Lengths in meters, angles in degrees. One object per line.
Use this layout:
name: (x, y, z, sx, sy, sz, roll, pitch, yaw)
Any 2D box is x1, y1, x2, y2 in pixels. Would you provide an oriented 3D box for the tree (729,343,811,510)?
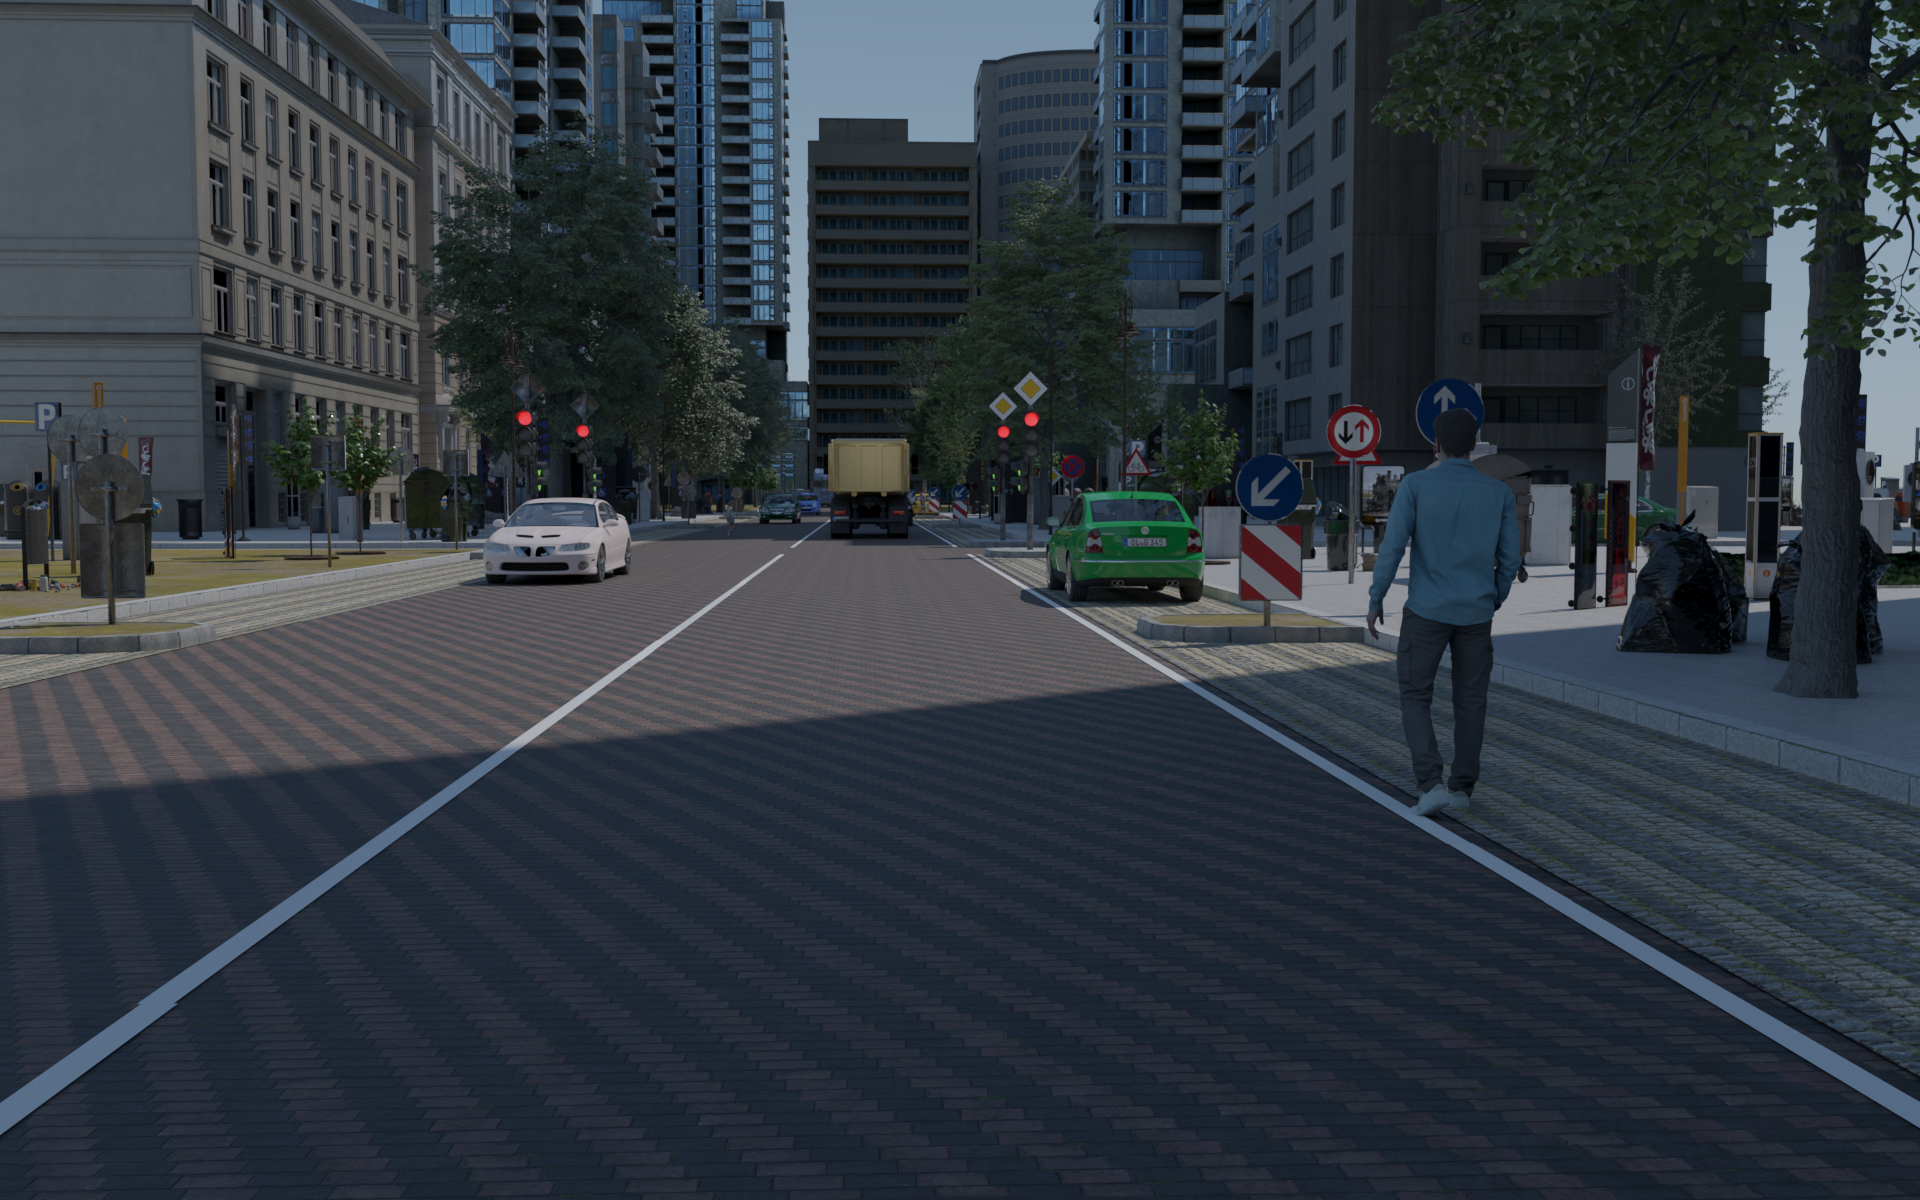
tree: (-17.580, -13.953, 138.507, 12.009, 13.543, 11.850, 0, 3, 0)

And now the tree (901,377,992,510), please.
tree: (-0.827, -12.497, 138.734, 7.601, 10.594, 8.767, 1, 4, 19)

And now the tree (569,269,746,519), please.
tree: (-15.778, -10.501, 88.703, 9.611, 12.733, 9.660, 0, 3, 0)

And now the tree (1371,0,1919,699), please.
tree: (5.817, -5.678, 10.969, 7.486, 12.596, 7.792, 0, 3, 0)

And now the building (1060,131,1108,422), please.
building: (23.716, -29.677, 177.108, 32.217, 40.220, 23.993, 0, 4, -3)

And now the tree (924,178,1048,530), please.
tree: (3.400, -8.824, 62.399, 7.486, 12.596, 7.792, 0, 3, 0)

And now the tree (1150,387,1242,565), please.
tree: (4.305, -2.266, 31.655, 1.663, 3.219, 1.824, 0, 3, 0)

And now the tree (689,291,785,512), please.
tree: (-16.487, -12.156, 105.413, 9.857, 13.997, 8.962, 0, 3, 0)

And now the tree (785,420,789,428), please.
tree: (-16.940, -13.158, 121.781, 9.857, 13.997, 8.962, 0, 3, 0)

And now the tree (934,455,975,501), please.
tree: (-0.251, -8.857, 128.528, 4.285, 4.588, 4.351, 0, 3, 0)

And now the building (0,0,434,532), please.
building: (-33.528, -14.583, 71.722, 16.112, 22.955, 30.059, 0, 4, -3)

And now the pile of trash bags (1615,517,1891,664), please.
pile of trash bags: (6.961, -0.242, 13.705, 1.912, 1.369, 3.447, -3, 5, -42)

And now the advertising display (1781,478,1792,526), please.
advertising display: (32.496, -3.888, 68.779, 0.974, 1.923, 0.123, 3, 5, 42)

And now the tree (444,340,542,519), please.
tree: (-21.146, -7.906, 79.633, 4.737, 8.622, 4.395, 0, 3, 0)

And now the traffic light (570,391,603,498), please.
traffic light: (-10.181, -3.560, 47.128, 0.839, 4.253, 0.868, 0, 4, -3)

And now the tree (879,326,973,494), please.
tree: (-2.961, -20.640, 193.356, 12.611, 20.169, 13.585, 0, 3, 0)

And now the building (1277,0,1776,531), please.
building: (20.473, -17.956, 65.290, 14.107, 30.474, 14.160, 0, 4, -3)

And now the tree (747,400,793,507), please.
tree: (-19.923, -14.737, 166.707, 9.928, 11.665, 9.643, 0, 3, 0)

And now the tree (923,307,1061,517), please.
tree: (1.811, -10.365, 95.224, 9.928, 11.665, 9.643, 0, 3, 0)

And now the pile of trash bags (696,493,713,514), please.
pile of trash bags: (-16.880, -6.277, 112.379, 1.912, 1.369, 3.447, 1, 4, 15)

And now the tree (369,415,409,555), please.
tree: (-12.885, -2.585, 36.870, 1.663, 3.219, 1.824, 0, 3, 0)

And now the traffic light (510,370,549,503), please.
traffic light: (-9.749, -3.072, 39.155, 0.839, 4.253, 0.868, 0, 4, -3)

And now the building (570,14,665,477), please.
building: (-45.597, -33.892, 173.744, 30.456, 49.044, 23.786, 0, 4, -3)

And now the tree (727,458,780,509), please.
tree: (-18.759, -10.148, 149.627, 4.285, 4.588, 4.351, 0, 3, 0)

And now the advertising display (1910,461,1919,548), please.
advertising display: (18.979, -1.735, 33.588, 0.974, 1.923, 0.123, 1, 4, 8)

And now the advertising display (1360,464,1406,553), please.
advertising display: (9.215, -1.991, 37.765, 0.974, 1.923, 0.123, 0, 4, -1)

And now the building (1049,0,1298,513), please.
building: (19.865, -51.067, 147.622, 22.319, 86.520, 31.000, 0, 4, -3)

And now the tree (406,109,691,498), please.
tree: (-13.901, -9.317, 58.996, 9.857, 13.997, 8.962, 0, 3, 0)

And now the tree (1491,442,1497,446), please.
tree: (16.567, -3.744, 55.813, 1.663, 3.219, 1.824, 0, 3, 0)

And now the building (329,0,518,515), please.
building: (-33.238, -19.005, 96.639, 13.634, 28.700, 20.117, 0, 4, -3)

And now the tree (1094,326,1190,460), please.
tree: (7.734, -7.600, 74.615, 4.737, 8.622, 4.395, 0, 3, 0)

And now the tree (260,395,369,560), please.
tree: (-12.876, -2.405, 33.927, 1.663, 3.219, 1.824, 0, 3, 0)

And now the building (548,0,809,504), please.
building: (-35.250, -55.797, 224.946, 31.000, 86.520, 22.319, 0, 4, -3)

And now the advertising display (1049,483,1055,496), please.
advertising display: (4.088, -4.538, 79.404, 0.123, 1.923, 0.974, -2, 4, -26)

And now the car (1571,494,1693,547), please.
car: (16.325, -2.016, 44.752, 4.920, 1.459, 2.131, 0, 4, -4)

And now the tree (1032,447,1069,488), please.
tree: (6.293, -8.302, 119.455, 4.285, 4.588, 4.351, 0, 3, 0)

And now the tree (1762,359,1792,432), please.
tree: (29.968, -7.197, 68.030, 4.737, 8.622, 4.395, 0, 3, 0)

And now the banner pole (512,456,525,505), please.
banner pole: (-21.580, -5.772, 84.391, 0.863, 3.779, 0.401, -2, 4, -32)

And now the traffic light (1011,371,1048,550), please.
traffic light: (1.595, -3.111, 39.782, 0.839, 4.253, 0.868, 0, 4, -3)

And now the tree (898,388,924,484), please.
tree: (-1.920, -14.949, 162.550, 7.486, 12.596, 7.792, 0, 3, 0)

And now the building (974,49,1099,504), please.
building: (16.417, -41.958, 228.018, 28.212, 58.520, 21.231, 0, 4, -3)

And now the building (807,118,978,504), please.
building: (-8.951, -36.889, 226.828, 21.600, 48.544, 21.300, 0, 4, -3)

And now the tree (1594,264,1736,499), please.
tree: (22.103, -6.407, 55.123, 4.360, 8.622, 3.978, 0, 3, 0)

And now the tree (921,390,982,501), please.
tree: (-0.263, -10.104, 115.560, 4.737, 8.622, 4.395, 0, 3, 0)

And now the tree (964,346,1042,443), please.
tree: (2.382, -8.202, 84.466, 4.360, 8.622, 3.978, 0, 3, 0)

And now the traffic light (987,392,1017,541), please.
traffic light: (1.163, -3.598, 47.756, 0.839, 4.253, 0.868, 0, 4, -3)

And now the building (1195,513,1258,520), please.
building: (23.569, -47.836, 94.793, 22.319, 86.520, 31.000, 0, 4, -3)

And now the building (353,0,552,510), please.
building: (-39.879, -50.301, 135.098, 22.319, 86.520, 31.000, 0, 4, -3)
